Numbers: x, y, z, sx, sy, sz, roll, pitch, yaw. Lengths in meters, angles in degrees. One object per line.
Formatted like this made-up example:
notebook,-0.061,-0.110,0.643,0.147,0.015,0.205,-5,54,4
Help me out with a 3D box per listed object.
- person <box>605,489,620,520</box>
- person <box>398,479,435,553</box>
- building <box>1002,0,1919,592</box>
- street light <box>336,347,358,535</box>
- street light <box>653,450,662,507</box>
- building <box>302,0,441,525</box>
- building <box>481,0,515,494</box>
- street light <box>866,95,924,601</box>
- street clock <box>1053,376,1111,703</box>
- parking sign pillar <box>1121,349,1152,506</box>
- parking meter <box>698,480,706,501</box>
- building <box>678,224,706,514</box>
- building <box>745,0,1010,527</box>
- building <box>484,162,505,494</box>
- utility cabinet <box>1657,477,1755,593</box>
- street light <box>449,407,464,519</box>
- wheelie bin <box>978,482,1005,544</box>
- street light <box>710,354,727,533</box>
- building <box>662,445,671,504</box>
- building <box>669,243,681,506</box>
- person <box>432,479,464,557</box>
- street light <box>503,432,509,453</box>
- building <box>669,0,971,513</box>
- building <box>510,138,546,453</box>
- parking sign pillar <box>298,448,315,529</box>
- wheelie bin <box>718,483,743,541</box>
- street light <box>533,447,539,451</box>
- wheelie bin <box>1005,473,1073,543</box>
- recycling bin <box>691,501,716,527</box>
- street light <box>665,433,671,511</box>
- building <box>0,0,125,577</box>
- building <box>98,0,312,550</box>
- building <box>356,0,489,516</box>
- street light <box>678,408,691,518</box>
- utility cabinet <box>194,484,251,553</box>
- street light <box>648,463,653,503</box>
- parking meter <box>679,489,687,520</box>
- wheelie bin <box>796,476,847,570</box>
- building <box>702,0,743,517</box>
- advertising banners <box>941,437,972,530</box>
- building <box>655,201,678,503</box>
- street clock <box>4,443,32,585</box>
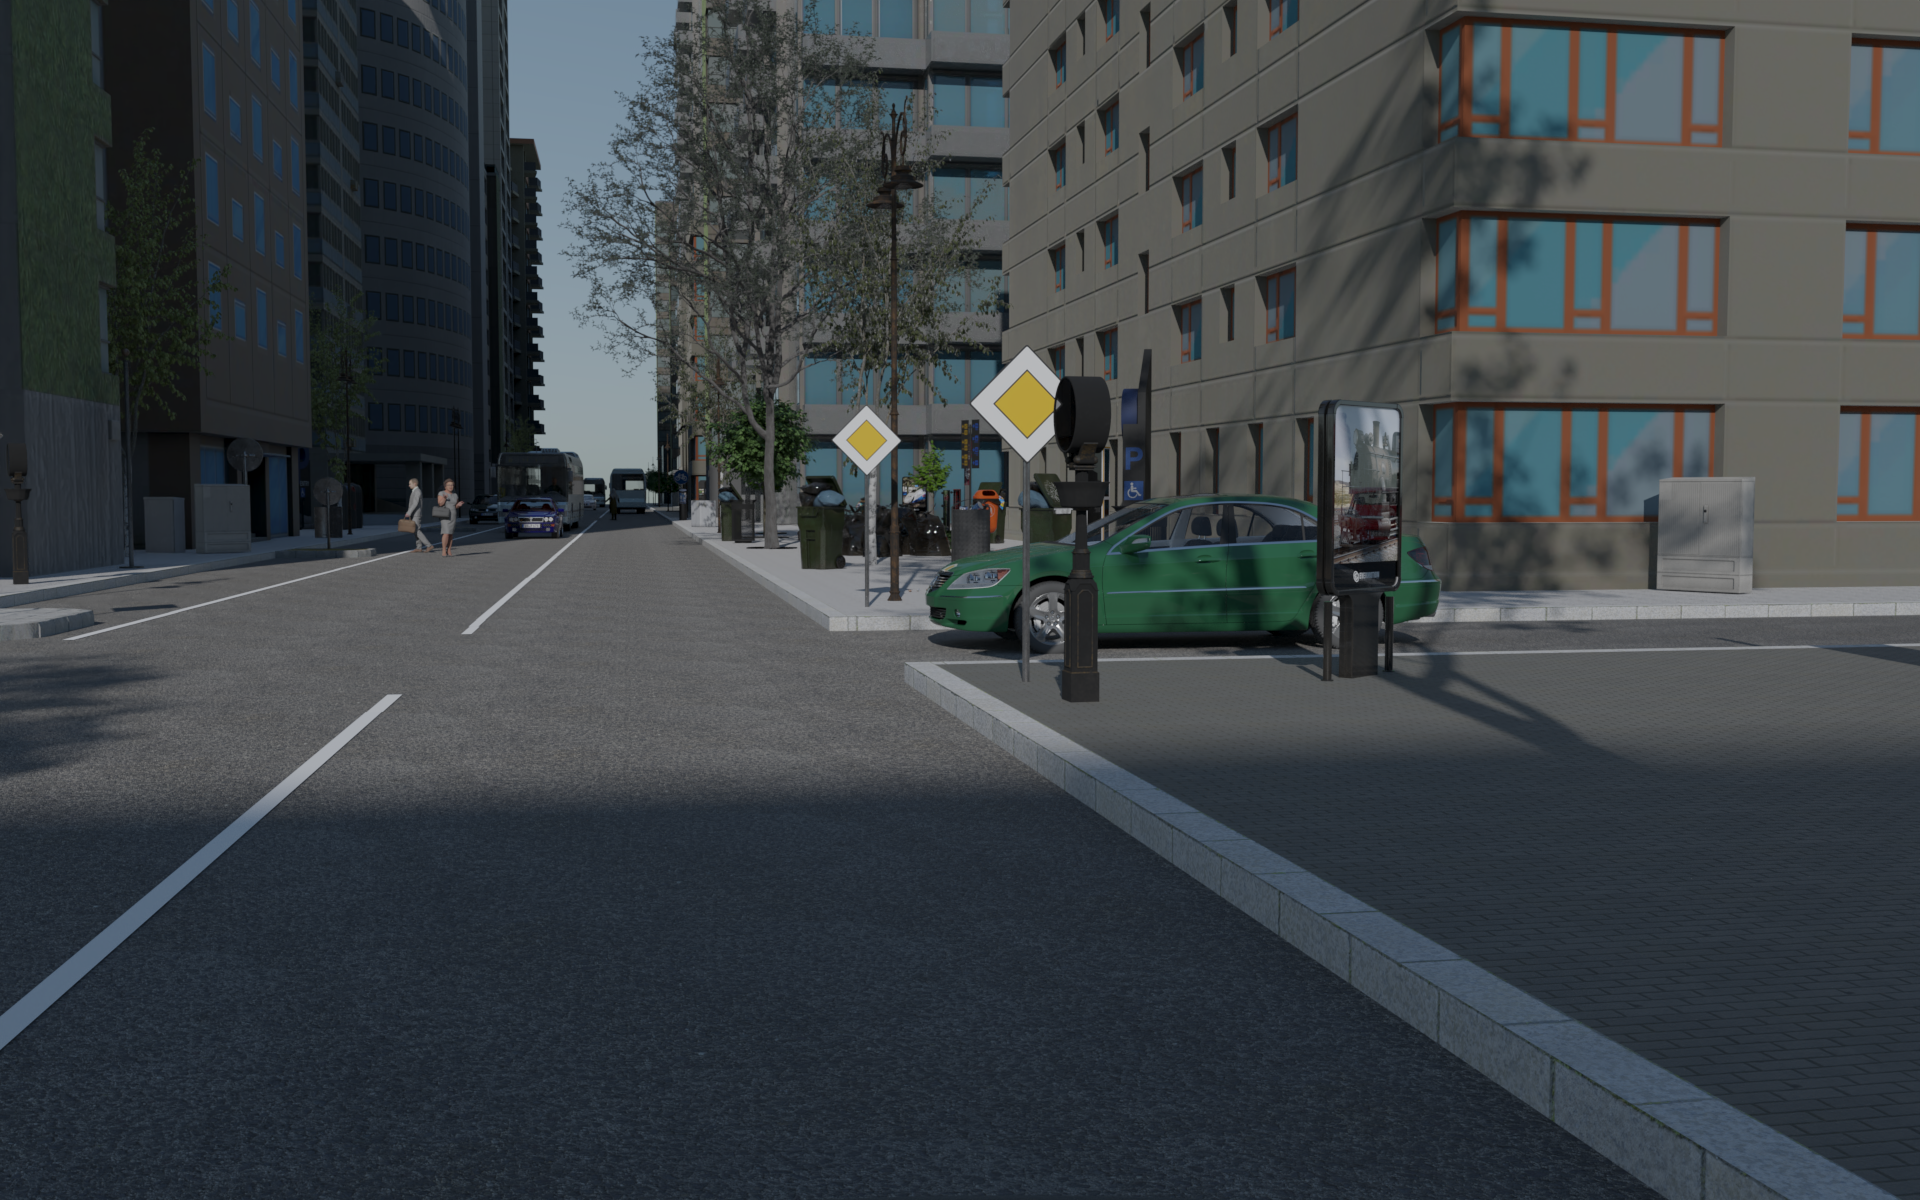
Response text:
person,-19.090,-5.253,95.109,0.721,1.736,1.217,2,4,28
person,-13.297,-2.060,42.305,0.853,1.813,0.709,-1,4,-19
building,17.998,-11.825,38.386,28.899,21.520,27.650,-1,4,-11
street light,-19.298,-5.005,54.615,0.468,5.910,1.993,-1,4,-11
street light,-30.859,-12.510,177.327,0.468,5.910,1.993,-1,4,-11
building,-39.728,-23.418,74.761,32.217,40.220,23.993,-1,4,-11
building,-55.781,-45.485,181.926,20.563,71.187,20.611,-1,4,-11
street light,-0.785,-2.928,20.653,0.468,5.910,1.993,-1,4,-11
street clock,0.749,-0.375,10.703,0.358,2.002,0.471,-1,4,-14
parking sign pillar,3.237,-2.642,31.663,1.447,3.967,1.447,1,4,11
parking meter,-10.712,-4.057,72.037,0.255,1.863,0.399,0,4,5
building,-6.014,-17.160,125.599,27.650,21.520,28.899,-1,4,-11
building,0.744,-28.177,80.300,23.786,49.044,30.456,-1,4,-11
building,-45.807,-22.784,144.225,14.160,30.474,14.107,-1,4,-11
utility cabinet,9.702,-0.850,22.572,0.318,1.500,1.173,-2,4,-34
street light,-26.858,-7.342,92.825,0.468,5.910,1.993,-1,4,-11
wheelie bin,0.786,-2.264,44.927,0.980,1.594,0.693,2,4,30
street light,-7.903,-5.136,56.768,0.468,5.910,1.993,-1,4,-11
building,-26.973,-55.609,221.871,22.319,86.520,31.000,-1,4,-11
building,-26.491,-26.242,200.752,14.160,30.474,14.107,-1,4,-11
person,-11.656,-1.867,39.391,0.532,1.782,0.716,3,5,40
street light,-33.885,-9.586,129.525,0.468,5.910,1.993,-1,4,-11
building,-13.857,-32.673,153.810,23.786,49.044,30.456,-1,4,-11
building,-61.360,-33.773,206.807,22.147,44.769,28.867,-1,4,-11
parking sign pillar,-24.281,-4.585,63.432,1.447,3.967,1.447,0,4,5
wheelie bin,-6.256,-2.405,47.223,0.693,1.594,0.980,-1,4,-9
street light,-42.458,-12.337,174.498,0.468,5.910,1.993,-1,4,-11
wheelie bin,1.288,-1.130,26.383,0.693,1.594,0.980,2,4,35
recycling bin,-9.983,-3.356,67.429,0.722,1.027,0.722,-3,4,-39
street light,-22.292,-9.747,132.146,0.468,5.910,1.993,-1,4,-11
building,-20.936,-20.728,22.497,14.154,41.232,14.086,-1,4,-11
building,-25.449,-24.092,44.013,14.600,45.320,14.200,-1,4,-11
building,-40.110,-34.251,102.007,21.231,58.520,28.212,-1,4,-11
street light,-15.306,-7.519,95.718,0.468,5.910,1.993,-1,4,-11
utility cabinet,-15.984,-1.768,37.580,0.318,1.500,1.173,2,4,30
street light,-37.819,-14.721,213.472,0.468,5.910,1.993,-1,4,-11
parking meter,-13.535,-4.660,84.596,0.372,1.533,0.369,0,3,0
wheelie bin,-2.360,-1.326,29.587,0.980,1.594,0.693,3,4,36
building,-8.222,-25.635,102.733,14.154,41.232,14.086,-1,4,-11
advertising banners,-0.100,-3.563,54.446,0.090,3.025,2.074,-2,4,-27
building,-35.784,-34.305,244.478,14.154,41.232,14.086,-1,4,-11
street clock,-13.358,-1.224,24.577,0.358,2.002,0.471,-2,4,-33
